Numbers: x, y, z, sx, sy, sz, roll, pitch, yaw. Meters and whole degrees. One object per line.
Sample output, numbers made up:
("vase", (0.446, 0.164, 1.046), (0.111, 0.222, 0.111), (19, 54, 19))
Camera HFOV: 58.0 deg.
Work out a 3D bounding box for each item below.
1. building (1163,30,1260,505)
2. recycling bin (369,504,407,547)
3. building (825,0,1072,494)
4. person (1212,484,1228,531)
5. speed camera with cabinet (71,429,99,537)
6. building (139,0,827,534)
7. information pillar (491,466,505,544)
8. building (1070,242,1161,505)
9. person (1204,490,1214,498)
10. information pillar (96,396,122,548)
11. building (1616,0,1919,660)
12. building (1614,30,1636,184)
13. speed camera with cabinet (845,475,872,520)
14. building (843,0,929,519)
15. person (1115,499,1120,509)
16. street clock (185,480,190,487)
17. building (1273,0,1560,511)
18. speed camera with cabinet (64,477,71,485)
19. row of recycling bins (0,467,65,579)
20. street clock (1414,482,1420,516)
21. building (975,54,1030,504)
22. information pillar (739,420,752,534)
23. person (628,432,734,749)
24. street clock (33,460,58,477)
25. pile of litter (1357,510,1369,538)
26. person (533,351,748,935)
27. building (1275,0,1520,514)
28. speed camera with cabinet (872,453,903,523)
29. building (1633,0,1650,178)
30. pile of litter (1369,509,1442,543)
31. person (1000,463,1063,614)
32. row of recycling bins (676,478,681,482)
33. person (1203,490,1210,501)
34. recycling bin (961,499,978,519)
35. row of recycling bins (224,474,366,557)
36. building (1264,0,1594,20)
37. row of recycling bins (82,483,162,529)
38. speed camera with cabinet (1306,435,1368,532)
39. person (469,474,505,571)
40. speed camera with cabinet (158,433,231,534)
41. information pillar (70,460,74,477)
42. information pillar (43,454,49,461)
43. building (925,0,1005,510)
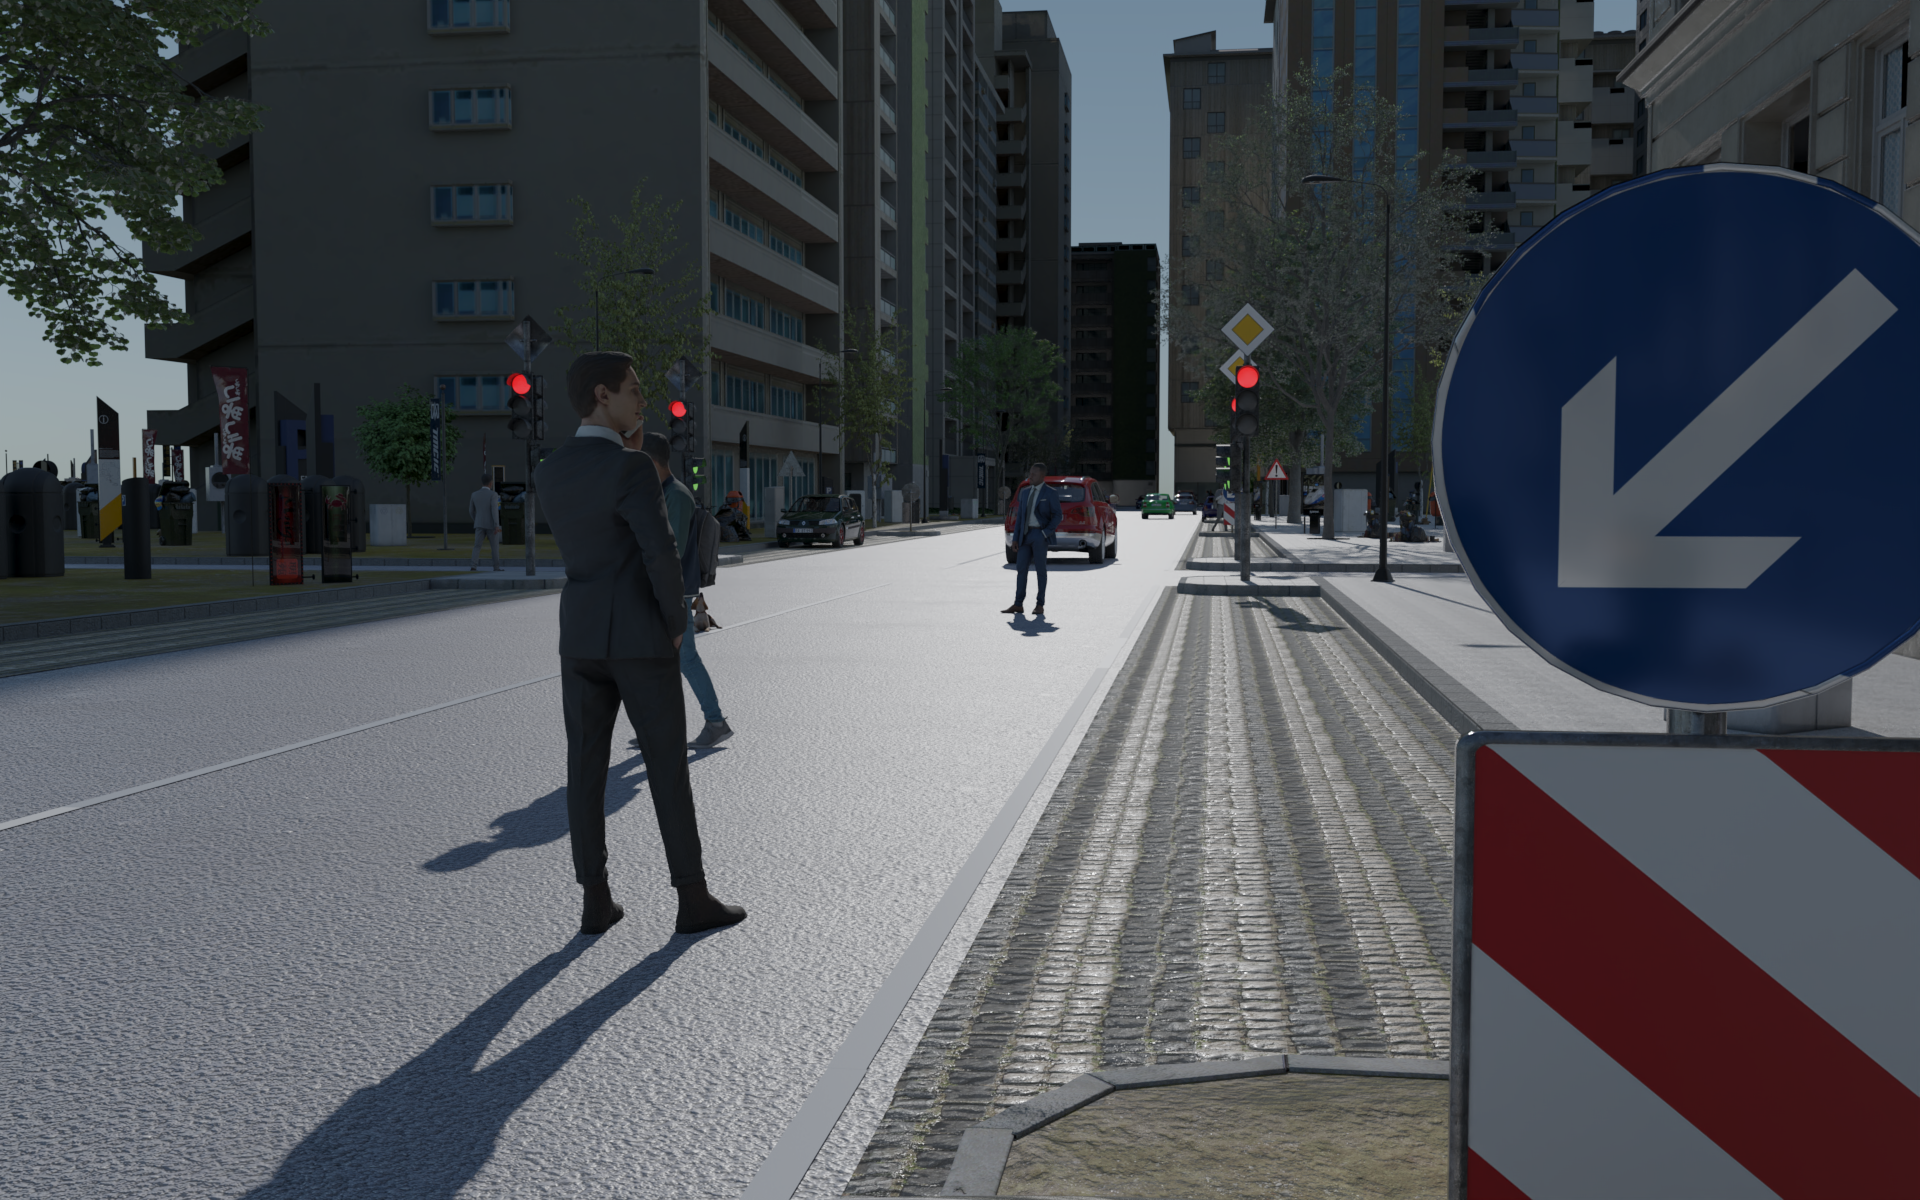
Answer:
("building", (38.100, -37.663, 205.036), (27.495, 52.752, 28.713), (1, 4, 8))
("recycling bin", (-14.114, -1.846, 42.739), (0.722, 1.027, 0.722), (-2, 4, -33))
("building", (-0.253, -33.611, 173.240), (21.600, 48.544, 21.300), (1, 4, 8))
("person", (9.261, -3.234, 61.473), (0.679, 1.850, 0.850), (-3, 5, -40))
("speed camera with cabinet", (-26.075, -3.538, 52.186), (0.660, 3.252, 2.038), (-1, 4, -14))
("building", (-17.088, -27.001, 65.167), (21.300, 48.544, 21.600), (1, 4, 8))
("information pillar", (-11.926, -2.463, 44.769), (0.304, 2.012, 0.304), (-1, 4, -22))
("building", (16.174, -26.298, 201.672), (14.107, 30.474, 14.160), (1, 4, 8))
("person", (22.521, -8.998, 155.635), (1.348, 1.821, 0.705), (1, 4, 15))
("information pillar", (-20.354, -3.062, 41.411), (0.504, 3.616, 0.183), (-2, 4, -34))
("building", (13.859, -10.604, 6.665), (16.112, 22.955, 30.059), (1, 4, 8))
("building", (65.163, -37.361, 200.095), (27.495, 52.752, 28.713), (1, 4, 8))
("speed camera with cabinet", (-4.588, -5.374, 82.203), (2.038, 3.252, 0.660), (-2, 4, -29))
("building", (-9.705, -24.880, 90.380), (14.154, 41.232, 14.086), (1, 4, 8))
("person", (15.312, -9.624, 169.081), (0.991, 1.433, 0.599), (-3, 5, -44))
("street clock", (-39.944, -5.177, 89.220), (0.358, 2.002, 0.471), (3, 5, 40))
("building", (35.515, -36.311, 135.681), (21.231, 58.520, 28.212), (1, 4, 8))
("speed camera with cabinet", (-49.253, -6.151, 94.896), (2.038, 3.252, 0.660), (0, 4, 5))
("row of recycling bins", (-15.102, -1.139, 25.730), (1.069, 1.692, 3.534), (2, 4, 33))
("street clock", (27.146, -5.997, 102.626), (0.471, 2.002, 0.358), (-2, 4, -35))
("building", (-9.906, -27.739, 145.408), (32.217, 40.220, 23.993), (1, 4, 8))
("information pillar", (-6.853, -3.903, 55.165), (0.183, 3.616, 0.504), (-3, 4, -37))
("person", (-1.663, -0.060, 9.836), (0.721, 1.781, 0.623), (-2, 4, -35))
("street clock", (-19.659, -1.999, 37.259), (0.471, 2.002, 0.358), (1, 4, 11))
("pile of litter", (12.236, -2.236, 50.520), (1.176, 0.858, 1.719), (0, 4, -5))
("person", (-1.092, 0.129, 5.758), (0.648, 1.900, 0.474), (2, 4, 27))
("building", (28.378, -28.426, 114.871), (14.600, 45.320, 14.200), (1, 4, 8))
("speed camera with cabinet", (-3.186, -5.144, 78.432), (0.660, 3.252, 2.038), (-1, 4, -23))
("building", (74.528, -44.330, 163.049), (20.611, 71.187, 20.563), (1, 4, 8))
("pile of litter", (12.068, -1.983, 46.384), (1.176, 0.858, 1.719), (-2, 4, -31))
("person", (0.885, -0.739, 20.758), (0.721, 1.800, 0.419), (2, 4, 31))
("row of recycling bins", (-8.314, -2.280, 44.391), (3.534, 1.692, 1.069), (2, 4, 31))
("person", (20.518, -8.253, 144.230), (0.721, 1.735, 1.217), (2, 4, 28))
("recycling bin", (0.488, -4.760, 90.380), (0.722, 1.027, 0.722), (1, 4, 23))
("row of recycling bins", (-14.109, -1.830, 37.033), (1.069, 1.692, 3.534), (2, 4, 25))
("building", (43.471, -35.161, 164.124), (28.713, 52.752, 27.495), (1, 4, 8))
("row of recycling bins", (-30.653, -3.412, 62.907), (1.069, 1.692, 3.534), (3, 5, 44))
("speed camera with cabinet", (12.636, -3.897, 58.053), (2.038, 3.252, 0.660), (-1, 4, -18))
("person", (-8.336, -1.323, 30.404), (0.678, 1.792, 0.850), (1, 4, 16))
("speed camera with cabinet", (-24.608, -3.758, 55.775), (2.038, 3.252, 0.660), (-2, 4, -34))
("information pillar", (-61.078, -7.822, 119.236), (0.183, 3.616, 0.504), (-1, 4, -8))
("information pillar", (-53.112, -6.704, 100.965), (0.183, 3.616, 0.504), (-2, 4, -25))
("building", (-7.508, -41.742, 120.732), (20.563, 71.187, 20.611), (1, 4, 8))
